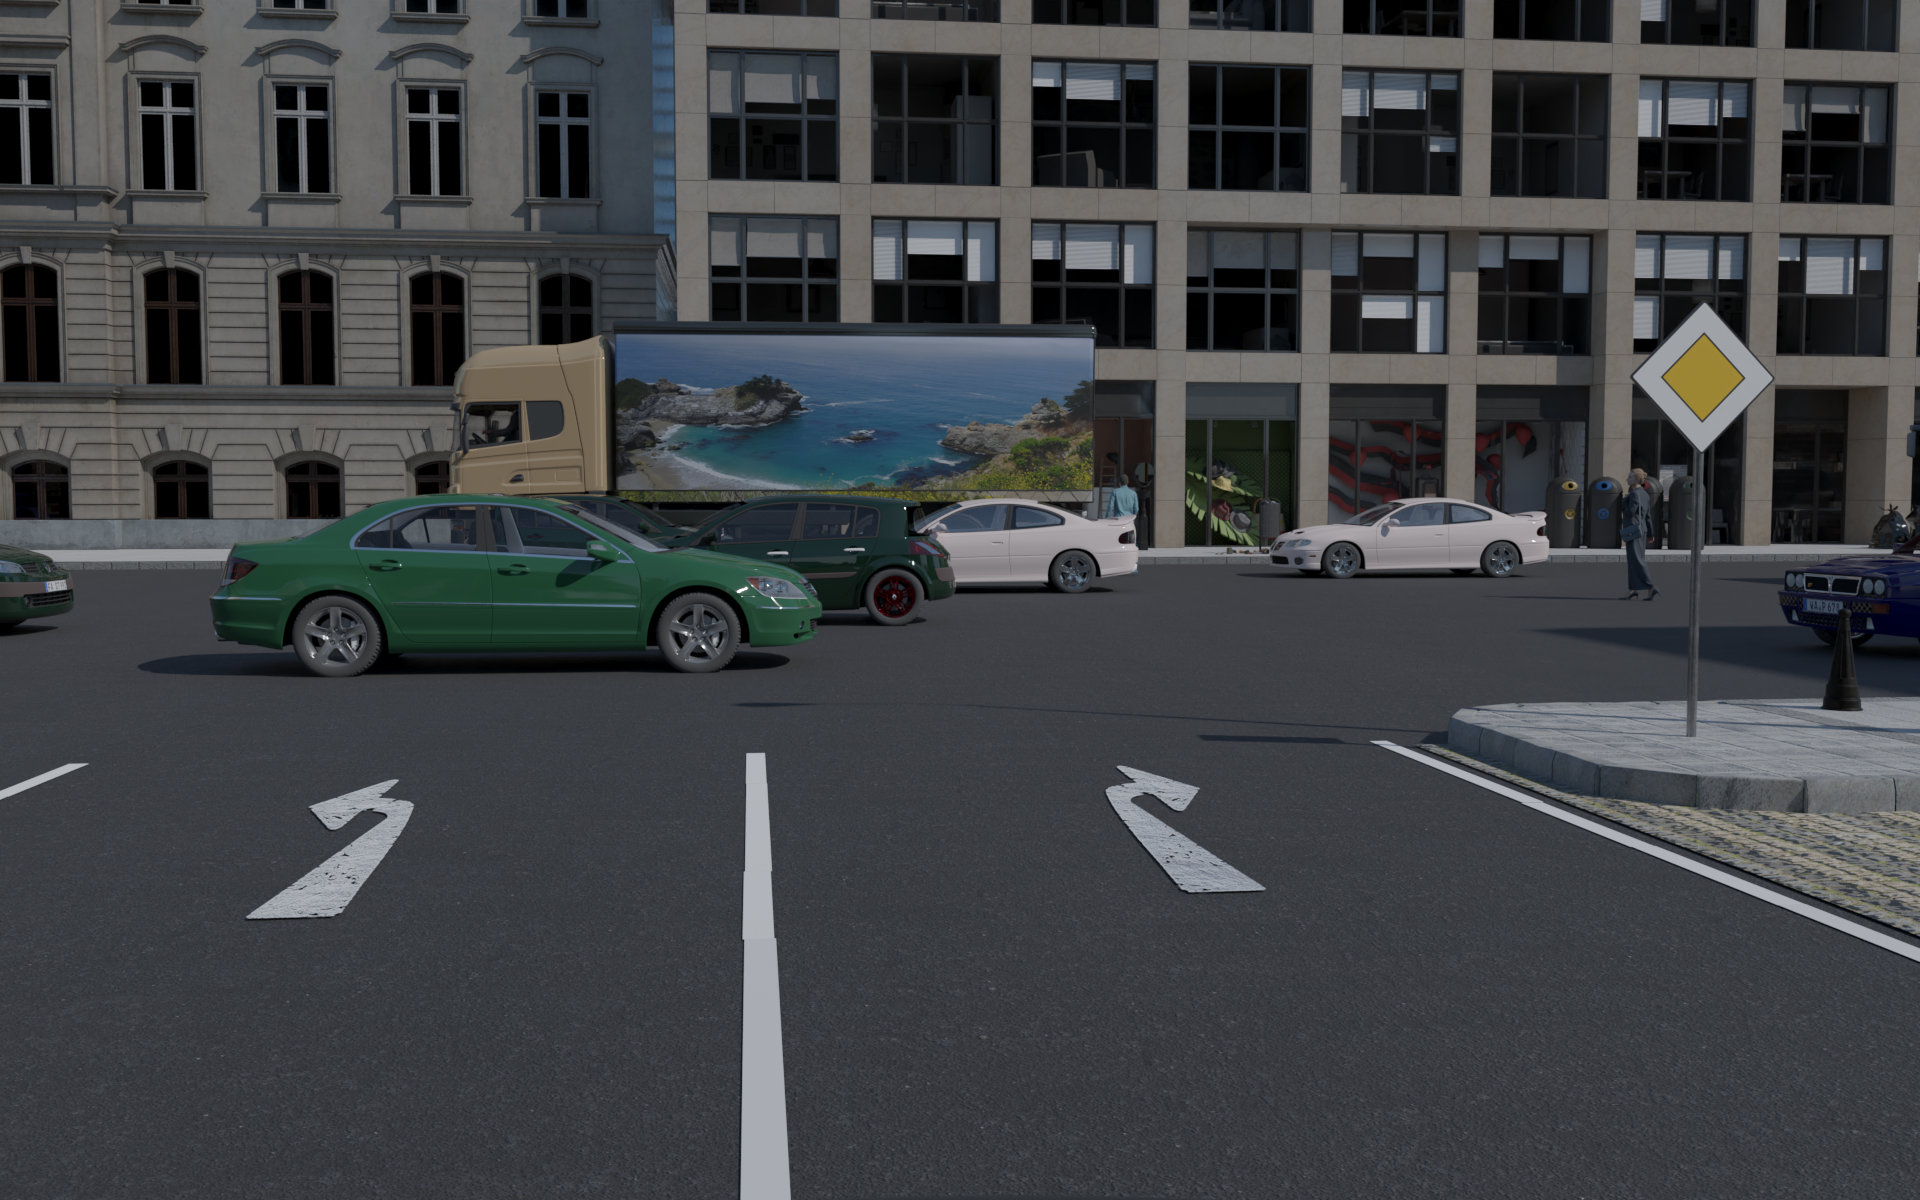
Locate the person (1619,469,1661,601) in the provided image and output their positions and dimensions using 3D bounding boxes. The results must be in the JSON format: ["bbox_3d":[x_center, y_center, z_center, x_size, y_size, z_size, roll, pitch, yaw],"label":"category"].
[{"bbox_3d":[9.189,-0.885,23.399,0.534,1.772,0.576,1,4,18],"label":"person"}]

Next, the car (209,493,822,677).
[{"bbox_3d":[-3.623,-0.167,14.522,4.920,1.459,2.131,0,4,-7],"label":"car"}]

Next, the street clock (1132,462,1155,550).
[{"bbox_3d":[4.177,-2.133,39.441,0.471,2.002,0.358,-1,4,-9],"label":"street clock"}]

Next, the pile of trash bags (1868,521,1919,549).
[{"bbox_3d":[23.274,-1.886,40.592,3.447,1.369,1.912,-1,4,-16],"label":"pile of trash bags"}]

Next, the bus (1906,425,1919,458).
[{"bbox_3d":[21.380,-1.999,27.551,13.247,3.499,2.948,-1,4,-9],"label":"bus"}]

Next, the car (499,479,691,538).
[{"bbox_3d":[-5.151,-0.956,25.412,4.222,1.686,2.009,0,4,-5],"label":"car"}]

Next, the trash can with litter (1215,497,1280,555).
[{"bbox_3d":[6.298,-1.607,37.328,2.233,1.210,1.678,-2,4,-28],"label":"trash can with litter"}]

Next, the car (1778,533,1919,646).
[{"bbox_3d":[9.646,-0.197,15.807,3.894,1.354,1.945,-1,4,-9],"label":"car"}]

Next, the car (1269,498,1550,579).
[{"bbox_3d":[7.821,-1.096,30.283,4.827,1.381,2.083,0,4,-6],"label":"car"}]

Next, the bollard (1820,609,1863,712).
[{"bbox_3d":[5.257,0.351,10.308,0.229,0.601,0.229,0,3,0],"label":"bollard"}]

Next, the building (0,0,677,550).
[{"bbox_3d":[-24.585,-13.750,43.900,34.723,24.649,14.460,0,4,-7],"label":"building"}]

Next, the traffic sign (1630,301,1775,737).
[{"bbox_3d":[3.865,-0.334,9.097,0.795,2.450,0.064,0,4,-7],"label":"traffic sign"}]

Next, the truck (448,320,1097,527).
[{"bbox_3d":[-3.451,-2.476,29.394,11.283,4.237,2.839,0,4,-5],"label":"truck"}]

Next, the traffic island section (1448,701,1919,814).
[{"bbox_3d":[3.887,0.801,9.177,2.009,0.180,2.903,0,4,-7],"label":"traffic island section"}]

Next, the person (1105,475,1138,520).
[{"bbox_3d":[3.232,-1.587,34.469,0.660,1.820,0.620,-1,4,-16],"label":"person"}]

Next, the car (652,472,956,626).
[{"bbox_3d":[-2.154,-0.589,19.411,4.222,1.686,2.009,0,4,-5],"label":"car"}]

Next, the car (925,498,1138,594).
[{"bbox_3d":[0.231,-0.813,25.651,4.827,1.381,2.083,0,4,-6],"label":"car"}]

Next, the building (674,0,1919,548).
[{"bbox_3d":[9.321,-15.033,50.310,34.151,26.468,19.350,0,4,-7],"label":"building"}]

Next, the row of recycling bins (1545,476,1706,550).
[{"bbox_3d":[15.507,-2.041,40.485,3.534,1.692,1.069,2,4,26],"label":"row of recycling bins"}]

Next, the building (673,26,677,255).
[{"bbox_3d":[-43.807,-46.830,203.914,20.611,71.187,20.563,0,4,-7],"label":"building"}]

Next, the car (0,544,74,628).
[{"bbox_3d":[-11.424,-0.485,17.715,4.222,1.686,2.009,0,4,-6],"label":"car"}]
